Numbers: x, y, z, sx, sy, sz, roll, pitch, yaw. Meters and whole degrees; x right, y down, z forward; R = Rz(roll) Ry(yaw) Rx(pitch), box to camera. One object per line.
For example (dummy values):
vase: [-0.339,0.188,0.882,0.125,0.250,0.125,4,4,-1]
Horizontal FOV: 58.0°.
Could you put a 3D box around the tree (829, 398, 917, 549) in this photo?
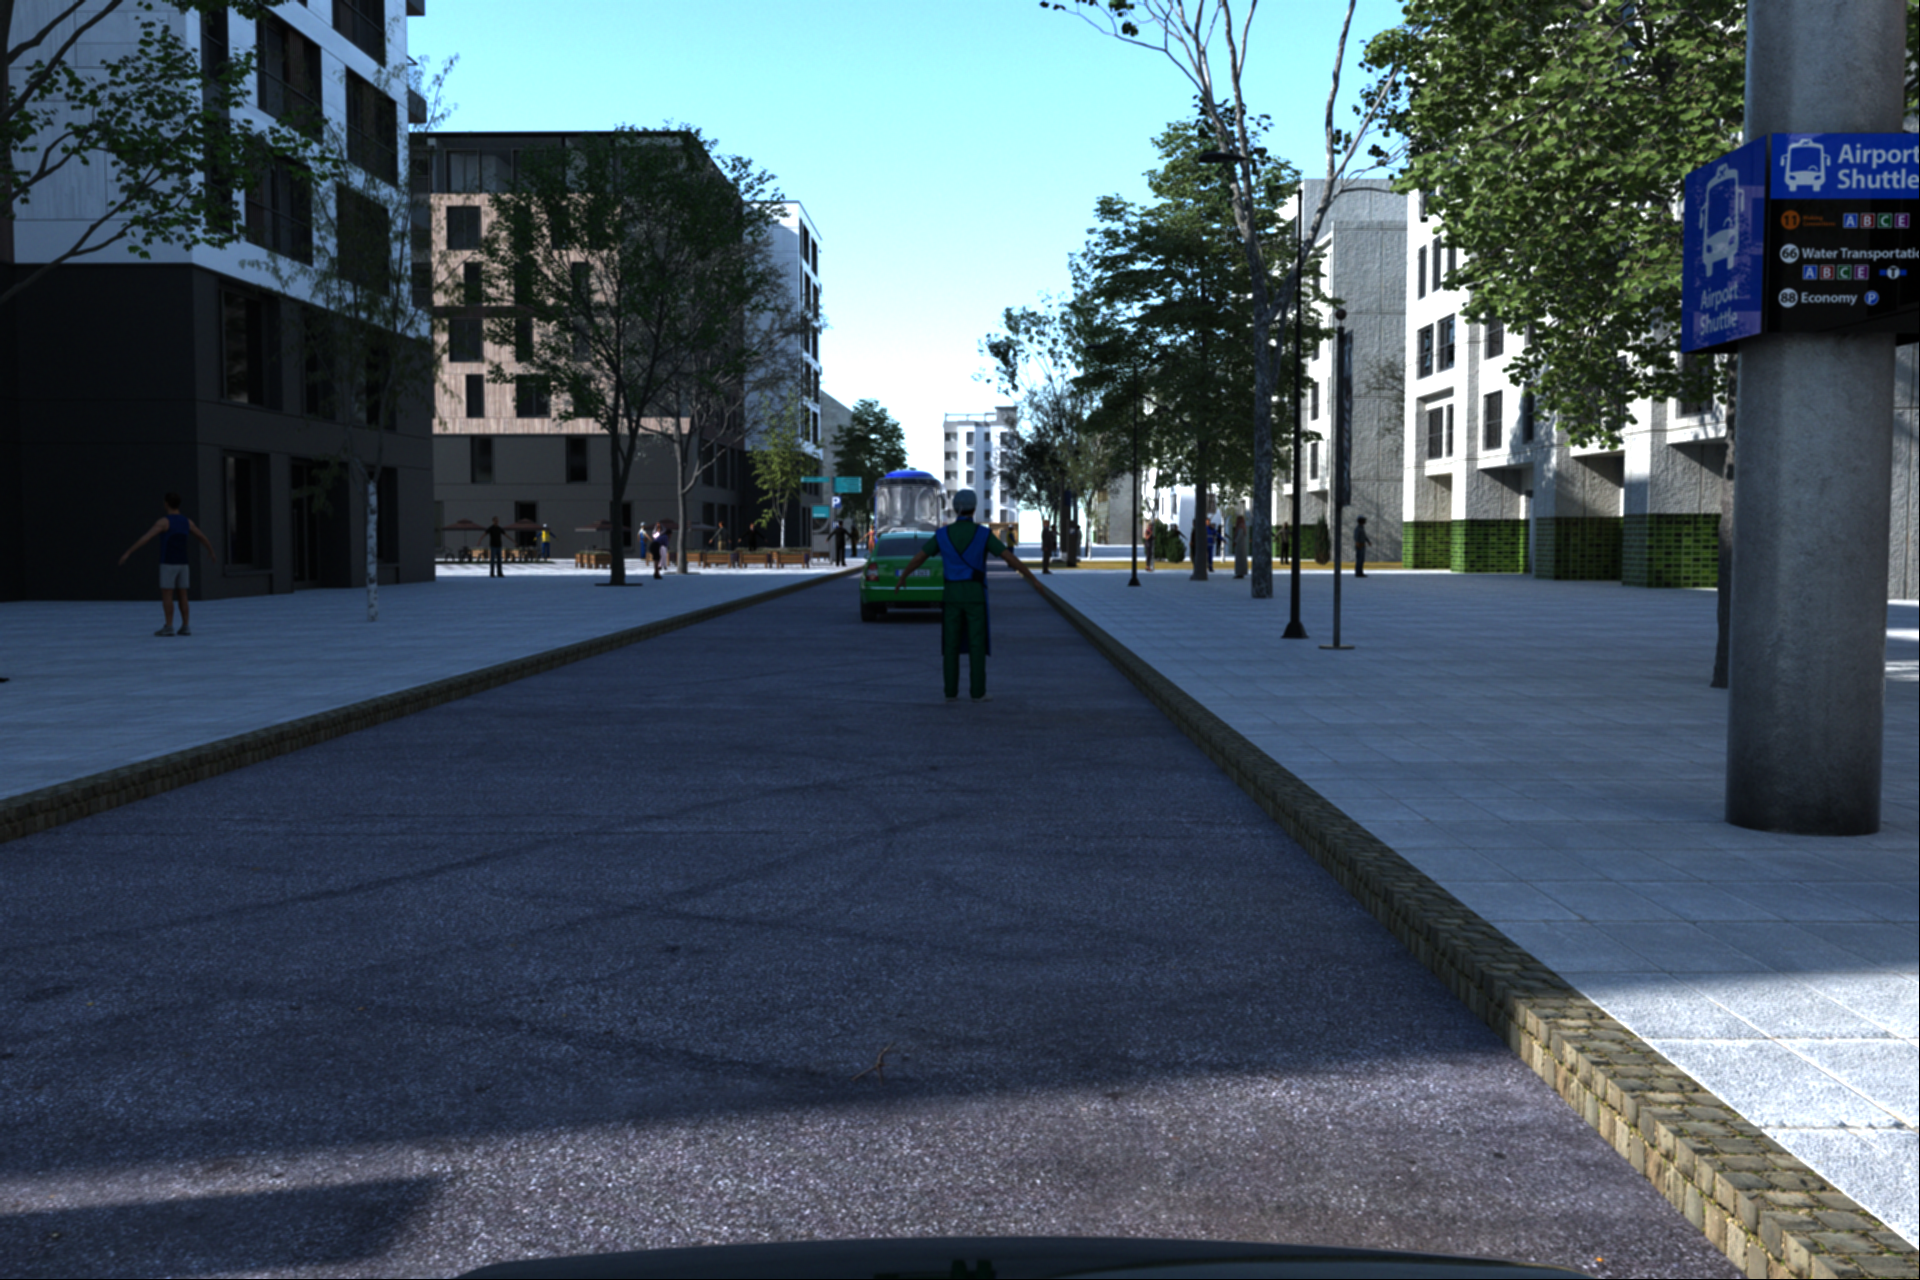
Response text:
tree: [-7.268,-13.832,144.285,7.486,12.596,7.792,0,3,0]

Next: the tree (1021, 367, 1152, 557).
tree: [7.054,-9.981,97.607,8.767,10.594,7.601,2,4,27]

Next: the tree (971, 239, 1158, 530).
tree: [7.113,-15.798,114.184,12.611,20.169,13.585,0,3,0]

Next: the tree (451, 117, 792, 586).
tree: [-8.343,-7.156,42.759,9.928,11.665,9.643,0,3,0]

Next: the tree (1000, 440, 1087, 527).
tree: [7.959,-13.969,162.811,8.767,10.594,7.601,0,4,3]

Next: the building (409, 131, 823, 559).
building: [-23.827,-15.939,104.584,27.936,21.610,32.646,0,4,1]

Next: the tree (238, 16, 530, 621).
tree: [-8.742,-4.571,25.100,4.360,8.622,3.978,0,3,0]

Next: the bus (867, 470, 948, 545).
bus: [-1.900,-4.813,70.246,2.896,3.916,12.251,0,4,1]

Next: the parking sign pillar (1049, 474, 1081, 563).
parking sign pillar: [4.725,-5.475,77.994,1.447,3.967,1.447,0,4,0]

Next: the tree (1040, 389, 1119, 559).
tree: [6.787,-8.389,87.529,4.360,8.622,3.978,0,3,0]

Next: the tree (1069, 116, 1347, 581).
tree: [6.718,-7.950,48.113,7.486,12.596,7.792,0,3,0]

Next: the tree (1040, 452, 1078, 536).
tree: [7.860,-11.863,144.325,4.360,8.622,3.978,0,3,0]

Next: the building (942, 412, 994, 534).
building: [-2.255,-24.459,258.785,11.380,20.090,16.016,-1,4,-9]

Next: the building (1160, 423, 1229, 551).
building: [20.701,-11.382,128.240,9.099,9.664,28.070,0,4,0]

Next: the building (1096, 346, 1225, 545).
building: [26.438,-23.103,208.666,19.493,23.208,18.063,0,4,0]

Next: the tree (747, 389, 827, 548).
tree: [-8.706,-8.269,85.567,4.737,8.622,4.395,0,3,0]

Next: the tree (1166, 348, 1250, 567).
tree: [9.507,-7.115,66.689,4.360,8.622,3.978,0,3,0]

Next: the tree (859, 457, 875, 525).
tree: [-8.359,-12.352,152.314,4.360,8.622,3.978,0,3,0]

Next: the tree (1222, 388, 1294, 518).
tree: [13.741,-8.064,82.204,4.360,8.622,3.978,0,3,0]

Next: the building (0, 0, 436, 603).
building: [-28.482,-11.412,30.563,27.936,21.610,32.646,0,4,1]

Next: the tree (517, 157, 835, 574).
tree: [-8.815,-8.874,55.462,12.009,13.543,11.850,0,3,0]

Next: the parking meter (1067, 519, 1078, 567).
parking meter: [4.349,-3.752,67.058,0.399,1.863,0.255,0,4,-1]

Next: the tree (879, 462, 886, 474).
tree: [-7.684,-13.321,168.162,4.360,8.622,3.978,0,3,0]

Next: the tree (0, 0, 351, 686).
tree: [-8.606,-5.414,14.274,9.928,11.665,9.643,0,3,0]

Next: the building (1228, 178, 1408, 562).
building: [25.480,-13.966,94.802,16.747,18.905,31.486,0,4,0]

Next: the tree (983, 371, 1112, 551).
tree: [7.157,-13.446,130.216,12.009,13.543,11.850,0,3,0]

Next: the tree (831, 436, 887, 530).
tree: [-8.042,-10.968,129.683,4.360,8.622,3.978,0,3,0]

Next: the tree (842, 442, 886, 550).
tree: [-7.550,-11.361,136.117,4.737,8.622,4.395,0,3,0]

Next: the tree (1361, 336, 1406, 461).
tree: [22.084,-9.925,72.638,12.009,13.543,11.850,0,3,0]

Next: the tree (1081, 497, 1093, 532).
tree: [20.003,-18.695,256.028,4.737,8.622,4.395,0,3,0]

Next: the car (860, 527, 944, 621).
car: [-0.714,-1.284,29.786,1.959,1.807,4.718,0,4,1]

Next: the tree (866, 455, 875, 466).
tree: [-18.181,-24.531,256.964,12.611,20.169,13.585,0,3,0]

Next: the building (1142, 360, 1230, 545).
building: [25.732,-20.717,195.141,16.016,20.090,11.380,0,4,0]

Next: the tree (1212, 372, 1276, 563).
tree: [11.536,-7.760,77.242,4.360,8.622,3.978,0,3,0]

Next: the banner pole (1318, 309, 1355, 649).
banner pole: [4.226,-1.779,19.104,0.401,3.779,0.863,0,4,1]

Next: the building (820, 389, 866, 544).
building: [-22.494,-24.496,231.436,19.493,23.208,18.063,0,4,1]

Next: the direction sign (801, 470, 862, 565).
direction sign: [-5.352,-5.133,72.693,2.525,3.948,1.411,0,4,1]

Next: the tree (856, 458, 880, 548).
tree: [-7.986,-12.624,156.760,4.360,8.622,3.978,0,3,0]

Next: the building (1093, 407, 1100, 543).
building: [27.391,-22.462,233.715,16.747,18.905,31.486,0,4,1]

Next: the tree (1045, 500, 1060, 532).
tree: [15.330,-18.869,258.875,4.360,8.622,3.978,0,3,0]

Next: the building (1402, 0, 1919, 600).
building: [24.803,-11.153,48.817,16.747,18.905,31.486,0,4,1]

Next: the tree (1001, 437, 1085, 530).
tree: [7.805,-13.366,152.951,8.767,10.594,7.601,0,4,-6]
